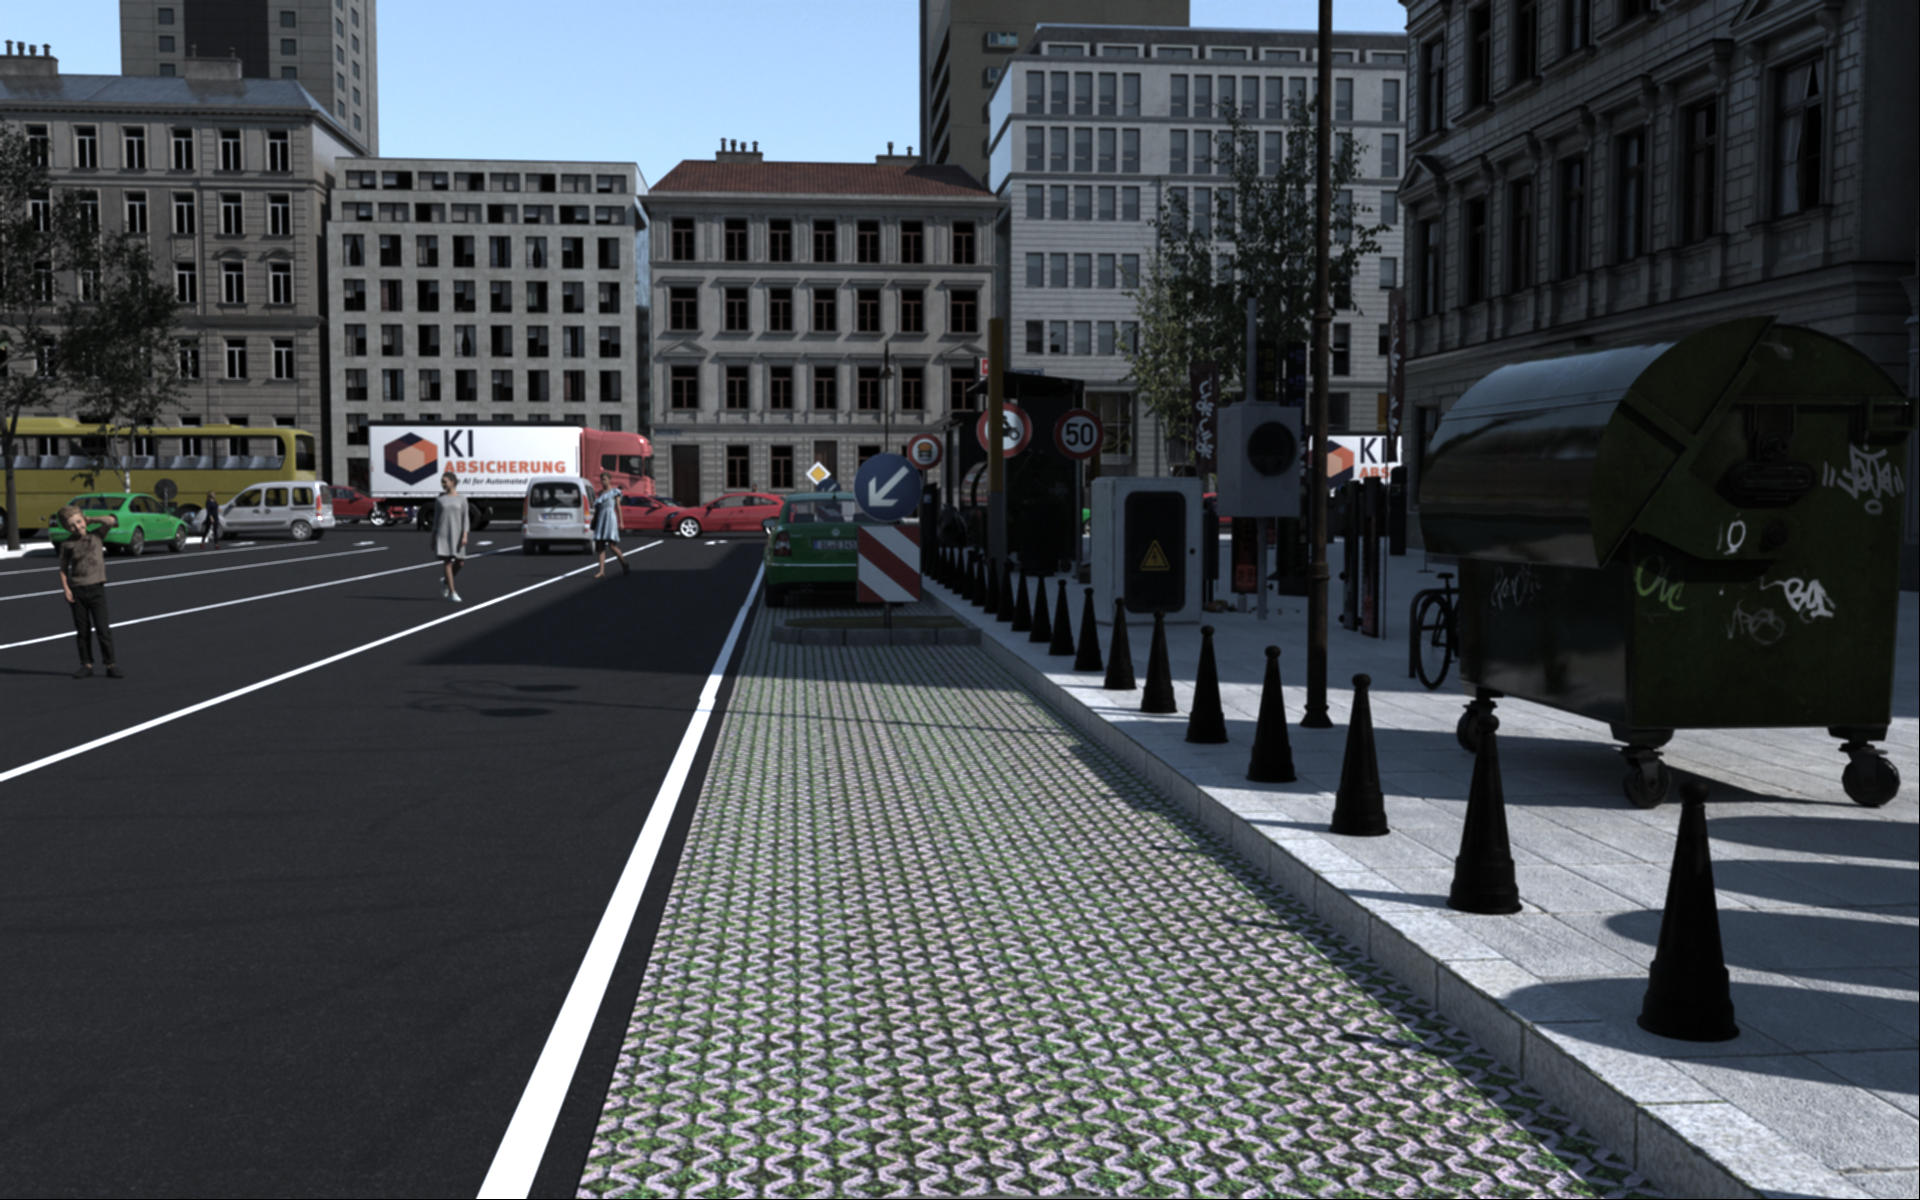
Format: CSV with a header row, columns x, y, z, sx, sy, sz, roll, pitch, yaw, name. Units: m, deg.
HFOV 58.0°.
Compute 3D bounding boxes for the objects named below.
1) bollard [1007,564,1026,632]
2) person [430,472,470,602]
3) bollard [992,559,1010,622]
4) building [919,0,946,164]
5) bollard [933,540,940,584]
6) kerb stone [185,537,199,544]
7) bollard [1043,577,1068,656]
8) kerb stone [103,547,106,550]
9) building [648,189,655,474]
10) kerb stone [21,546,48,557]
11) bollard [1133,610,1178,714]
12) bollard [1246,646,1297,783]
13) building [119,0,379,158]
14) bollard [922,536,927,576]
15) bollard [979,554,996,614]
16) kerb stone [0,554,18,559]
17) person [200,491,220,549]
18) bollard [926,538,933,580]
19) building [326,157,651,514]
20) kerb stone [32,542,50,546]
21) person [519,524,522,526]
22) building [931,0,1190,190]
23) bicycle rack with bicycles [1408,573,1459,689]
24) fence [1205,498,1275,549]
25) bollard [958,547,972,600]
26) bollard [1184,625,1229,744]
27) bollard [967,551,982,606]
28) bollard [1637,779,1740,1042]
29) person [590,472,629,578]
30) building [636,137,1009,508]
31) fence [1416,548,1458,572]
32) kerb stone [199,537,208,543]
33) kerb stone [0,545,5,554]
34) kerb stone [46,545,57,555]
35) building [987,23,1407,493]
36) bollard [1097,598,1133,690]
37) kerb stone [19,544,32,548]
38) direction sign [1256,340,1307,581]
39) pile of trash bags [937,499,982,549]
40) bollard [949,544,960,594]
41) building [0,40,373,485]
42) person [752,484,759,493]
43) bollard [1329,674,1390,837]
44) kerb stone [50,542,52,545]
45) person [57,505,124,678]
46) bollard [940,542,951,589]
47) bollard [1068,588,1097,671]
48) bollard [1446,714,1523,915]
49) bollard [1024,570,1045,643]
x,y,z,sx,sy,sz,roll,pitch,yaw,name
0.588,-0.012,16.236,0.229,0.601,0.229,0,3,0,bollard
-6.875,-0.858,23.279,0.466,1.731,0.760,-3,5,-40,person
0.471,-0.086,17.454,0.229,0.601,0.229,0,3,0,bollard
6.139,-39.465,187.251,21.231,58.520,28.212,0,4,-5,building
-0.226,-0.529,24.698,0.229,0.601,0.229,0,3,0,bollard
-22.424,-1.715,50.310,0.120,0.150,1.000,0,4,-5,kerb stone
0.815,0.135,13.828,0.229,0.601,0.229,0,3,0,bollard
-21.839,-1.343,44.156,0.120,0.150,1.000,0,4,-5,kerb stone
-37.478,-39.690,268.531,30.456,49.044,23.786,0,4,-5,building
-21.441,-1.089,40.056,0.120,0.150,1.000,0,4,-5,kerb stone
1.171,0.357,10.197,0.229,0.601,0.229,0,3,0,bollard
1.402,0.505,7.779,0.229,0.601,0.229,0,3,0,bollard
-73.772,-45.545,182.915,20.611,71.187,20.563,0,4,-5,building
-0.459,-0.677,27.111,0.229,0.601,0.229,0,3,0,bollard
0.359,-0.160,18.658,0.229,0.601,0.229,0,3,0,bollard
-21.350,-1.030,39.032,0.120,0.150,1.000,0,4,-5,kerb stone
-19.704,-2.106,45.469,0.613,1.512,0.480,0,4,3,person
-0.341,-0.603,25.902,0.229,0.601,0.229,0,3,0,bollard
-27.288,-15.153,102.506,16.860,20.320,10.420,0,4,-5,building
-24.028,-1.399,45.062,0.120,0.150,1.000,0,4,-5,kerb stone
-19.260,-4.103,76.508,0.530,1.710,0.541,0,4,-6,person
8.755,-32.914,161.846,21.300,48.544,21.600,0,4,-5,building
4.175,0.093,11.856,2.925,0.926,2.852,-2,4,-33,bicycle rack with bicycles
6.425,-1.748,39.775,2.264,1.192,0.480,-2,4,-34,fence
0.125,-0.308,21.077,0.229,0.601,0.229,0,3,0,bollard
1.282,0.432,8.983,0.229,0.601,0.229,0,3,0,bollard
0.237,-0.234,19.866,0.229,0.601,0.229,0,3,0,bollard
1.750,0.727,4.147,0.229,0.601,0.229,0,3,0,bollard
-6.056,-1.294,29.748,0.616,1.811,0.778,2,4,33,person
-8.260,-16.428,104.760,21.152,22.565,11.583,0,4,-5,building
7.733,-0.738,27.435,0.278,0.683,2.069,0,4,-5,fence
-22.524,-1.783,51.340,0.120,0.150,1.000,0,4,-5,kerb stone
-23.838,-1.273,43.010,0.120,0.150,1.000,0,4,-5,kerb stone
-21.542,-1.155,41.085,0.120,0.150,1.000,0,4,-5,kerb stone
17.108,-20.150,106.941,29.804,29.767,11.434,0,4,-5,building
1.054,0.284,11.403,0.229,0.601,0.229,0,3,0,bollard
-23.936,-1.334,44.033,0.120,0.150,1.000,0,4,-5,kerb stone
4.756,-2.065,25.753,0.876,3.537,0.379,-1,4,-23,direction sign
0.896,-1.931,41.325,3.447,1.369,1.912,3,5,42,pile of trash bags
0.008,-0.382,22.281,0.229,0.601,0.229,0,3,0,bollard
-48.377,-18.560,100.715,25.104,27.353,12.463,0,4,-5,building
-8.007,-3.567,66.968,0.875,1.805,0.789,1,4,19,person
1.520,0.579,6.575,0.229,0.601,0.229,0,3,0,bollard
-24.121,-1.461,46.085,0.120,0.150,1.000,0,4,-5,kerb stone
-6.780,-0.067,13.508,0.435,1.345,0.340,-2,4,-26,person
-0.110,-0.456,23.494,0.229,0.601,0.229,0,3,0,bollard
0.937,0.210,12.613,0.229,0.601,0.229,0,3,0,bollard
1.631,0.653,5.371,0.229,0.601,0.229,0,3,0,bollard
0.706,0.062,15.032,0.229,0.601,0.229,0,3,0,bollard
